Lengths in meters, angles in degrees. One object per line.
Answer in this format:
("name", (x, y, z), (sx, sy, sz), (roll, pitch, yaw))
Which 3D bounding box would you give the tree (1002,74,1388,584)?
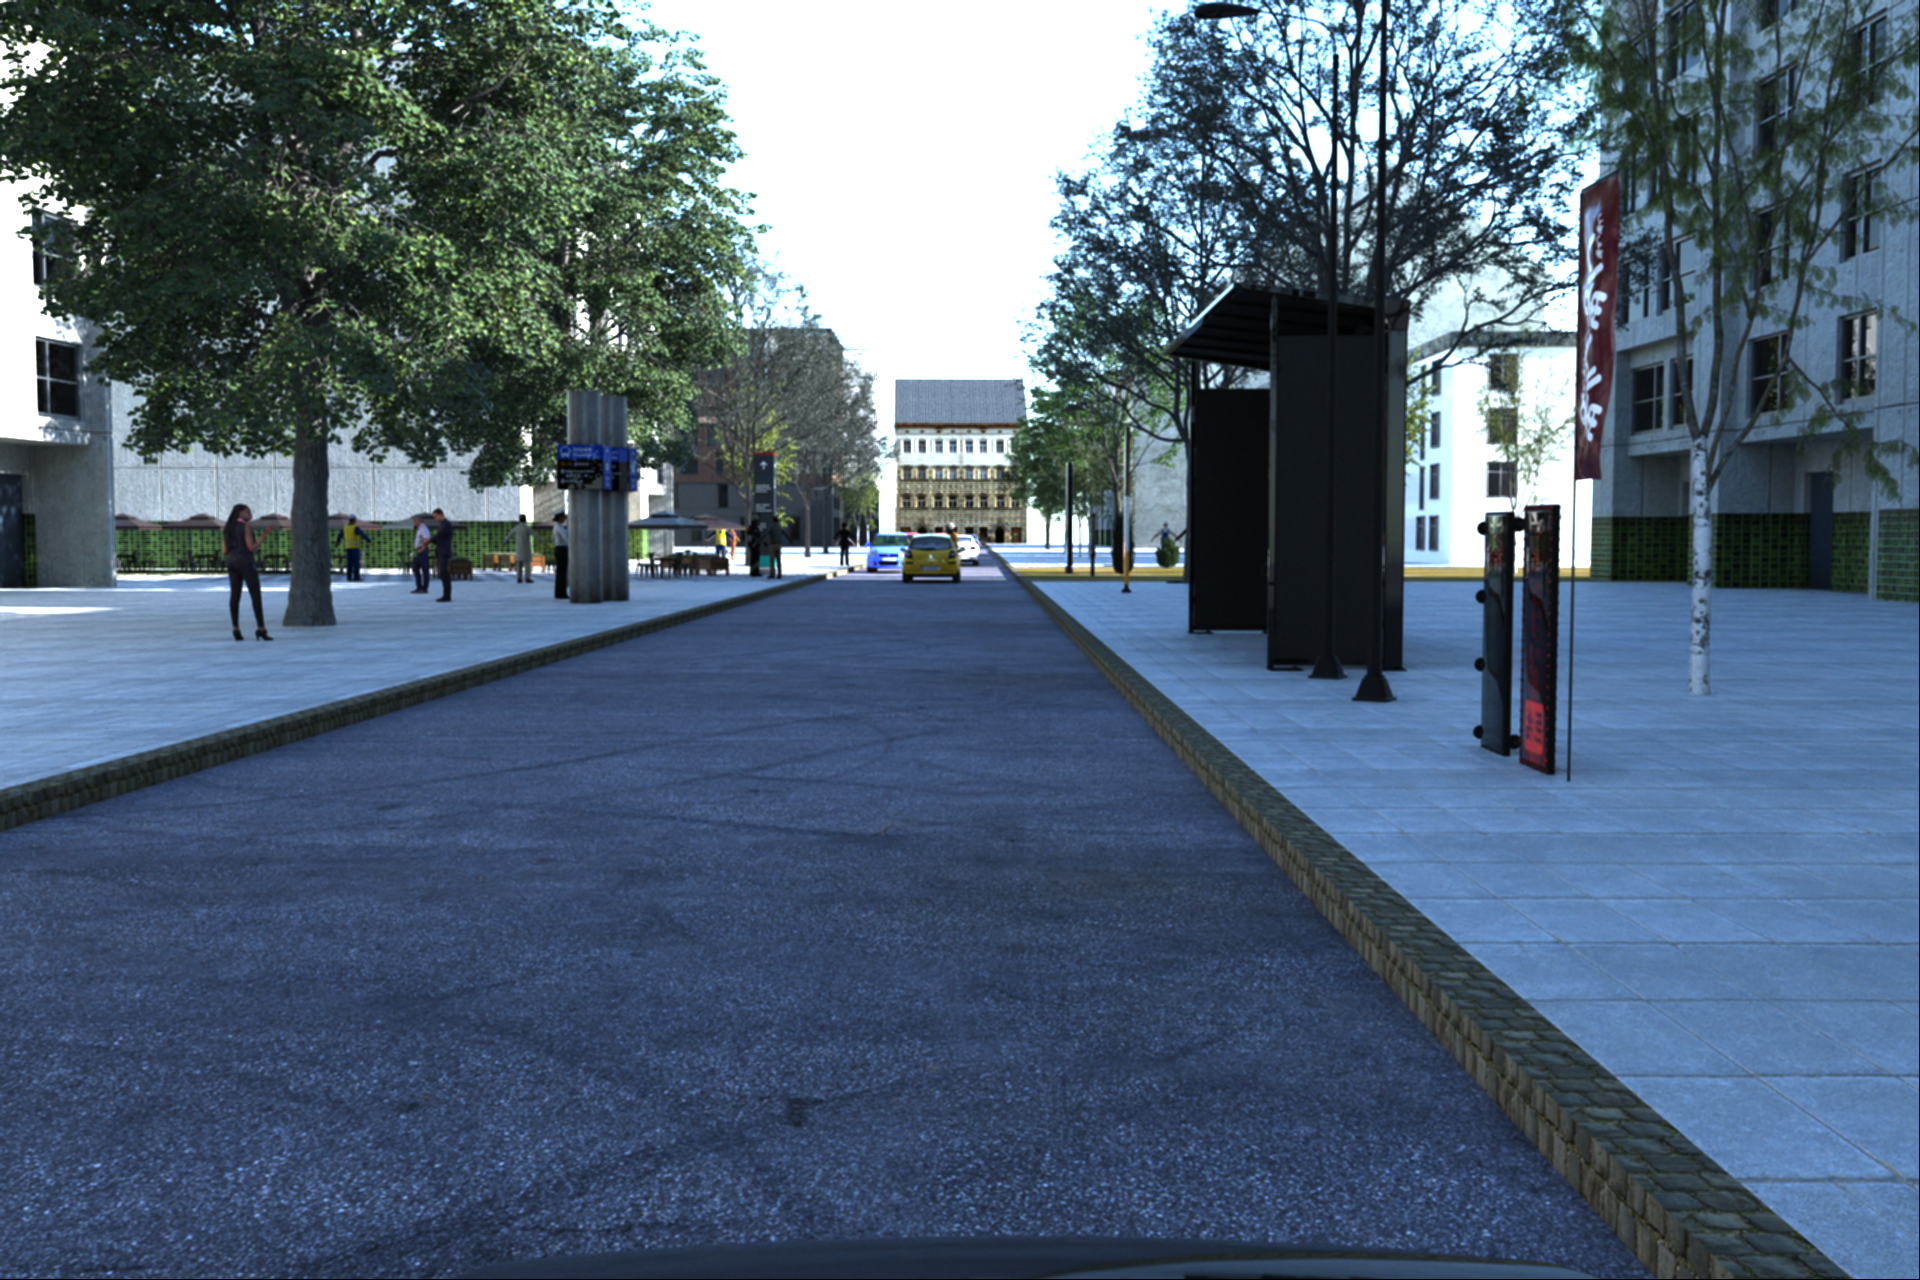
("tree", (6.121, -8.236, 45.030), (12.009, 13.543, 11.850), (0, 3, 0))

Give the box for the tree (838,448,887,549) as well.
("tree", (-7.898, -11.895, 144.839), (4.737, 8.622, 4.395), (0, 3, 0))

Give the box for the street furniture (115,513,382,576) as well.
("street furniture", (-33.402, -3.033, 54.622), (27.439, 1.986, 14.083), (1, 4, 13))

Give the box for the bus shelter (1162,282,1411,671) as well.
("bus shelter", (3.434, -1.712, 19.277), (1.731, 3.624, 6.357), (0, 4, 0))

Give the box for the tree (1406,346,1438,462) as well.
("tree", (12.794, -6.409, 55.142), (4.737, 8.622, 4.395), (0, 3, 0))

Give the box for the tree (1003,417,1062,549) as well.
("tree", (7.630, -13.850, 152.200), (9.928, 11.665, 9.643), (0, 3, 0))

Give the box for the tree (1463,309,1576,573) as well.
("tree", (18.222, -6.530, 57.131), (4.360, 8.622, 3.978), (0, 3, 0))

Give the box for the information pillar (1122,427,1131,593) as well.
("information pillar", (3.659, -2.856, 38.055), (0.183, 3.616, 0.504), (0, 3, 0))

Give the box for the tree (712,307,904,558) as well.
("tree", (-8.319, -11.244, 94.210), (12.009, 13.543, 11.850), (0, 3, 0))

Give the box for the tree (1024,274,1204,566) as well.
("tree", (6.277, -8.798, 69.599), (9.928, 11.665, 9.643), (0, 3, 0))

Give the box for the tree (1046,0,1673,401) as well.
("tree", (6.602, -7.281, 29.406), (12.009, 13.543, 11.850), (0, 3, 0))

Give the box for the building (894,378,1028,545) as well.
("building", (-0.148, -25.068, 243.238), (18.063, 23.208, 19.493), (0, 4, -2))

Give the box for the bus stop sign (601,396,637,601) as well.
("bus stop sign", (-6.688, -2.706, 33.267), (0.837, 3.901, 0.837), (0, 3, 0))

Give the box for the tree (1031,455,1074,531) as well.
("tree", (7.655, -10.521, 122.384), (4.360, 8.622, 3.978), (0, 3, 0))

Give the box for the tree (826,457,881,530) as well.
("tree", (-8.471, -10.690, 125.142), (4.360, 8.622, 3.978), (0, 3, 0))

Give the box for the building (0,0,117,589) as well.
("building", (-29.023, -9.753, 25.916), (16.747, 18.905, 31.486), (0, 4, 1))

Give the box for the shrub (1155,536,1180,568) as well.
("shrub", (7.833, -3.321, 65.416), (1.383, 1.207, 1.383), (0, 3, 0))

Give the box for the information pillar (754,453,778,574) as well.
("information pillar", (-6.217, -4.033, 55.323), (0.750, 3.857, 0.750), (0, 4, 0))

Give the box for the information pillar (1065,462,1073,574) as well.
("information pillar", (3.577, -4.005, 56.789), (0.184, 3.620, 1.656), (0, 4, 1))

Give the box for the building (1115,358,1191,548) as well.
("building", (25.460, -20.674, 168.945), (19.493, 23.208, 18.063), (0, 4, 1))

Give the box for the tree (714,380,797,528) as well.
("tree", (-9.021, -7.815, 78.130), (4.737, 8.622, 4.395), (0, 3, 0))

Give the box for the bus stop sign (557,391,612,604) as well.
("bus stop sign", (-6.948, -2.636, 32.107), (0.837, 3.901, 0.837), (0, 4, 0))

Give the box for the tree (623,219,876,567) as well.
("tree", (-8.541, -9.675, 68.560), (12.009, 13.543, 11.850), (0, 3, 0))

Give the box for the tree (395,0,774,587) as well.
("tree", (-9.431, -8.271, 41.889), (9.857, 13.997, 8.962), (0, 3, 0))

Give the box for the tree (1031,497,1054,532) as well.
("tree", (11.883, -17.631, 238.623), (4.737, 8.622, 4.395), (0, 3, 0))

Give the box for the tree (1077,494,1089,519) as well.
("tree", (19.067, -18.519, 237.196), (7.601, 10.594, 8.767), (1, 4, 10))

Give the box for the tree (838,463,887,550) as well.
("tree", (-8.247, -11.444, 137.479), (4.360, 8.622, 3.978), (0, 3, 0))

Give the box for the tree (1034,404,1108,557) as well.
("tree", (6.878, -8.925, 96.285), (4.360, 8.622, 3.978), (0, 3, 0))

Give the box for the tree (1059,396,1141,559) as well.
("tree", (6.499, -8.425, 88.108), (4.360, 8.622, 3.978), (0, 3, 0))

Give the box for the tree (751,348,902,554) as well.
("tree", (-8.862, -12.345, 112.212), (12.009, 13.543, 11.850), (0, 3, 0))

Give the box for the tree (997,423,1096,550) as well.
("tree", (7.130, -12.576, 140.035), (8.767, 10.594, 7.601), (0, 4, 1))

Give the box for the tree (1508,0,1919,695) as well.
("tree", (5.919, -3.884, 13.871), (4.360, 8.622, 3.978), (0, 3, 0))

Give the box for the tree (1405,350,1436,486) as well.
("tree", (16.254, -7.076, 66.063), (4.737, 8.622, 4.395), (0, 3, 0))

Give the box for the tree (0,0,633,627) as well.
("tree", (-9.201, -7.179, 24.037), (9.857, 13.997, 8.962), (0, 3, 0))

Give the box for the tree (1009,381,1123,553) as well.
("tree", (7.086, -12.009, 114.467), (7.486, 12.596, 7.792), (0, 3, 0))
